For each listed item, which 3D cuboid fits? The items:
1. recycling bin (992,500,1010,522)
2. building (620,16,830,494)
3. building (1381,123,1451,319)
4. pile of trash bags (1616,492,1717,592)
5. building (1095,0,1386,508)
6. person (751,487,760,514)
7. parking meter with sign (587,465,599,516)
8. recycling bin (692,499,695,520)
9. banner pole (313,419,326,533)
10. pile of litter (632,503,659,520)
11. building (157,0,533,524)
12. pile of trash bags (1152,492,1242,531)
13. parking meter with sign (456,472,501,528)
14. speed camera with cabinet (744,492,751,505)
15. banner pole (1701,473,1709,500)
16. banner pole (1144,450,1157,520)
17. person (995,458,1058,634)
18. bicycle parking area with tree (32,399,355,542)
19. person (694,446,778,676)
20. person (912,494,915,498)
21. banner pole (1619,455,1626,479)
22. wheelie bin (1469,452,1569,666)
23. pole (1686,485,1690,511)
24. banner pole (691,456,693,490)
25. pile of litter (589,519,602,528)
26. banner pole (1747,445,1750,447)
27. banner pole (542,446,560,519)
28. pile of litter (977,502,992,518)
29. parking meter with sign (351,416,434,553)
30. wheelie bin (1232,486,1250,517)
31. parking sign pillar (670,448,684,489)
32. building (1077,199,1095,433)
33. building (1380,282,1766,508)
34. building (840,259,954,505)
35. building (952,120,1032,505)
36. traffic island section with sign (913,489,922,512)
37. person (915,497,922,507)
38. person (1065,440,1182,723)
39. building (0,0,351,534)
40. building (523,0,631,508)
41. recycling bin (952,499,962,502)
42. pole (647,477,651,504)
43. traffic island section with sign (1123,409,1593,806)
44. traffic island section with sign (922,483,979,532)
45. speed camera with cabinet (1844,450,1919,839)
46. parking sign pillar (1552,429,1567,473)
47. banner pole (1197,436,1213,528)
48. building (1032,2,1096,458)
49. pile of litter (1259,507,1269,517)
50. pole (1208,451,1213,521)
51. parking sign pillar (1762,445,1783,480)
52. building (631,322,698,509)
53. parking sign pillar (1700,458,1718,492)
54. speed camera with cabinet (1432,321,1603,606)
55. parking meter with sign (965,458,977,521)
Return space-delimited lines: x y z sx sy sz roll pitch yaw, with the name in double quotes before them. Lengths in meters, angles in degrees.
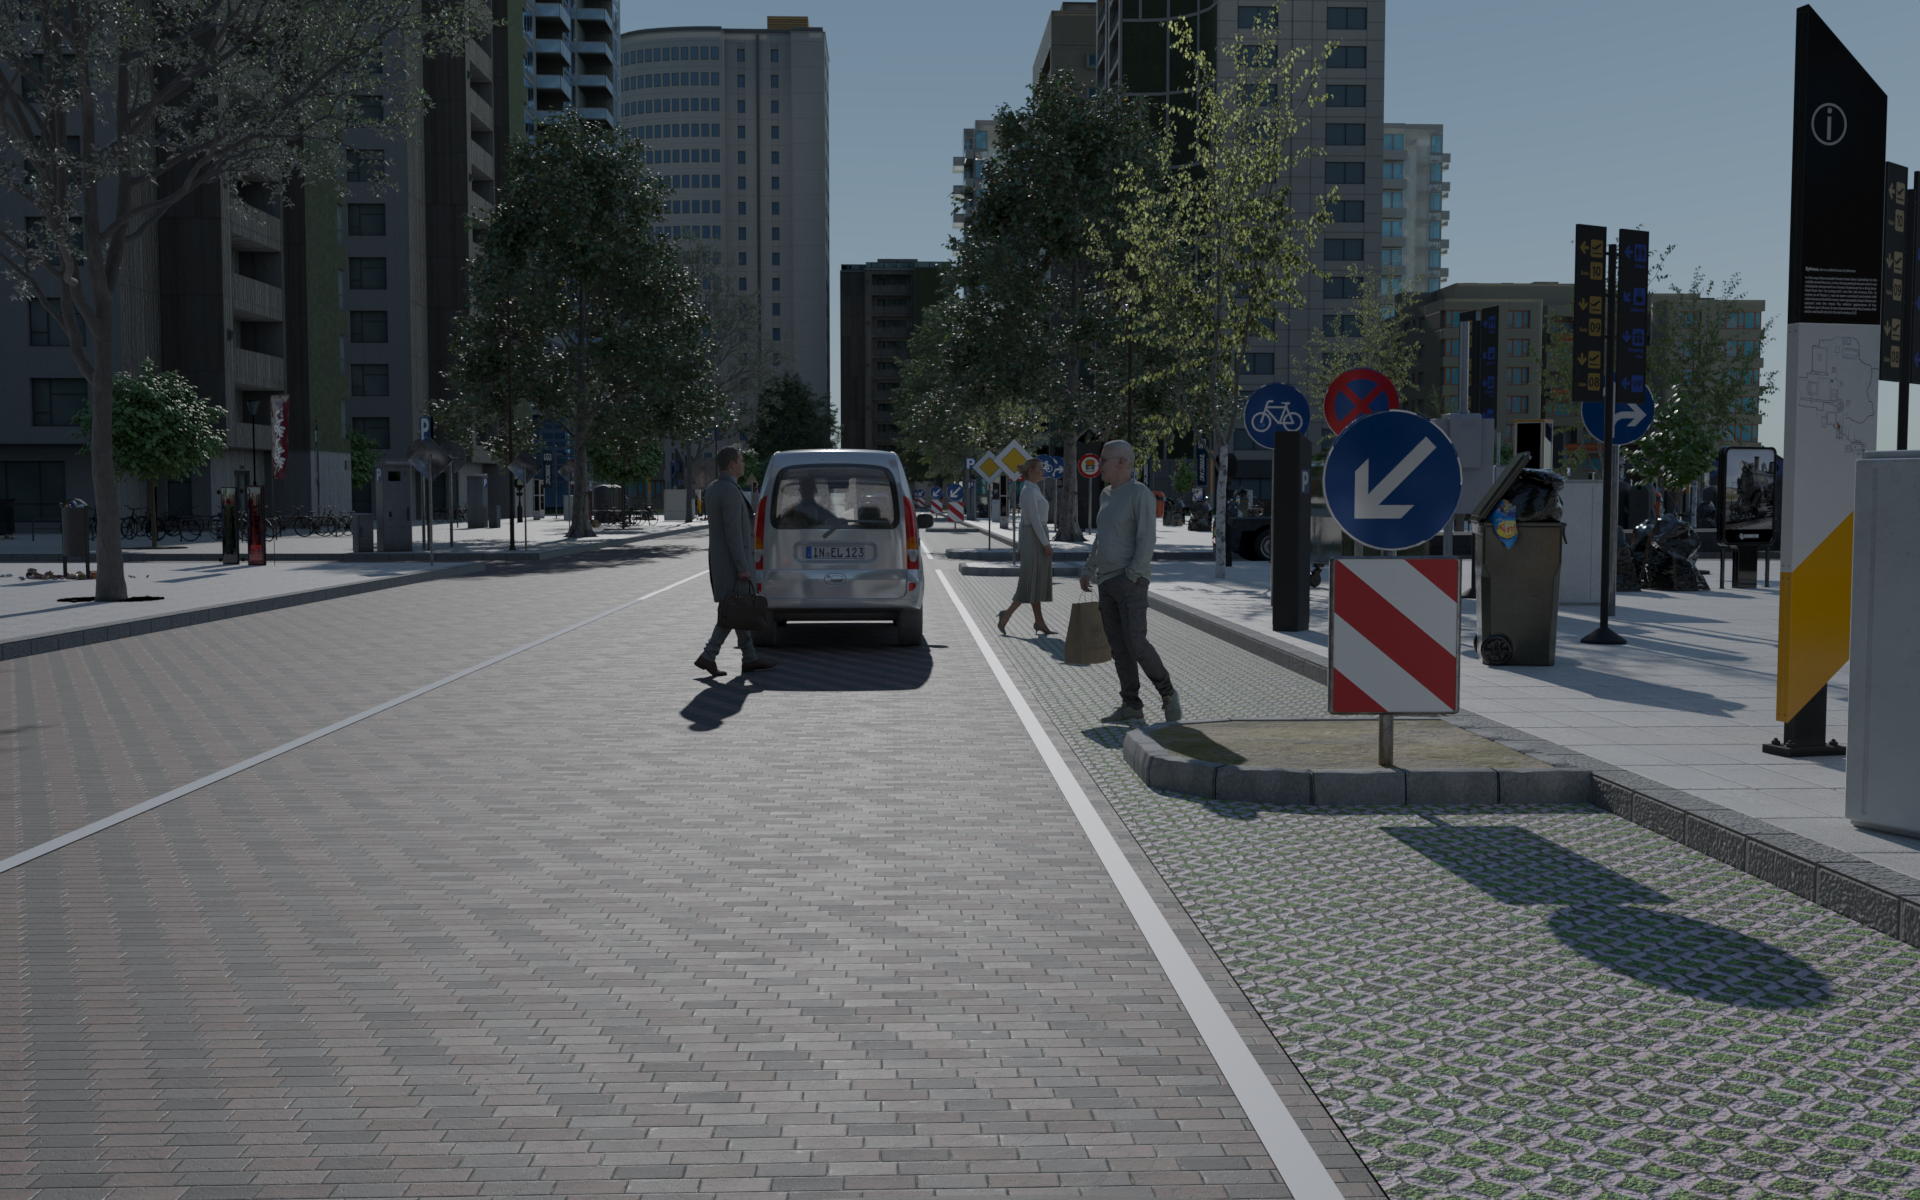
"recycling bin" 1.868 -4.082 79.296 0.722 1.027 0.722 1 4 12
"building" -30.504 -41.305 217.329 28.212 58.520 21.231 0 4 -2
"building" 45.796 -36.845 222.017 30.456 49.044 23.786 0 4 -2
"pile of trash bags" 9.149 -0.891 24.319 1.912 1.369 3.447 0 4 6
"building" 19.590 -42.474 132.699 20.563 71.187 20.611 0 4 -2
"person" -9.980 -4.711 85.891 0.716 1.782 0.532 2 4 33
"parking meter with sign" -21.685 -6.495 102.455 0.543 3.016 1.738 1 4 22
"recycling bin" -13.811 -4.571 87.282 0.722 1.027 0.722 -2 4 -29
"banner pole" -21.230 -4.110 57.223 0.401 3.779 0.863 -1 4 -14
"pile of litter" -15.402 -4.336 84.852 1.176 0.858 1.719 -2 4 -30
"building" -30.548 -19.389 88.713 14.160 30.474 14.107 0 4 -2
"pile of trash bags" 8.222 -3.087 60.229 3.447 1.369 1.912 1 4 19
"parking meter with sign" -18.281 -4.240 65.589 1.738 3.016 0.543 1 4 10
"speed camera with cabinet" -14.620 -7.295 113.606 0.660 3.252 2.038 3 5 40
"banner pole" 32.980 -5.302 76.703 0.863 3.779 0.401 -3 4 -38
"banner pole" 9.344 -5.860 85.836 0.863 3.779 0.401 1 4 22
"person" 0.677 -0.540 17.557 0.641 1.798 0.478 1 4 11
"bicycle parking area with tree" -21.661 -3.859 50.101 9.016 4.147 8.231 1 4 21
"person" -1.783 -0.317 13.780 0.767 1.812 0.694 -2 4 -25
"person" -4.754 -10.210 176.903 0.415 1.643 0.593 0 4 -5
"banner pole" 37.385 -6.613 98.146 0.401 3.779 0.863 -2 4 -28
"wheelie bin" 4.248 -0.322 13.165 0.693 1.594 0.980 1 4 12
"pole" 35.426 -5.529 84.250 0.158 3.312 0.155 0 3 0
"banner pole" -17.330 -7.537 113.243 0.863 3.779 0.401 -3 4 -36
"pile of litter" -14.278 -3.224 66.675 1.176 0.858 1.719 1 4 23
"banner pole" 40.616 -6.040 88.767 0.863 3.779 0.401 0 4 3
"banner pole" -21.089 -6.075 89.348 0.863 3.779 0.401 -1 4 -18
"pile of litter" 1.181 -4.808 92.577 1.719 0.858 1.176 1 4 22
"parking meter with sign" -12.627 -2.586 38.538 1.738 3.016 0.543 -3 5 -42
"wheelie bin" 10.837 -3.605 66.850 0.693 1.594 0.980 0 4 6
"parking sign pillar" -16.578 -6.921 101.631 1.447 3.967 1.447 -2 4 -27
"building" 16.538 -23.214 151.244 14.160 30.474 14.107 0 4 -2
"building" 56.573 -19.724 167.528 28.899 21.520 27.650 0 4 -2
"building" -7.892 -27.152 215.628 14.107 30.474 14.160 0 4 -2
"building" 14.187 -36.761 220.647 30.456 49.044 23.786 0 4 -2
"traffic island section with sign" -1.378 -5.123 92.384 1.989 1.847 2.006 0 4 -2
"person" -4.453 -10.319 177.941 1.217 1.743 0.721 0 4 0
"person" 1.015 -0.116 10.880 0.515 1.767 0.782 -2 4 -29
"building" -30.925 -17.685 60.855 14.160 30.474 14.107 0 4 -2
"building" -36.130 -49.803 126.958 22.319 86.520 31.000 0 4 -2
"recycling bin" -0.041 -6.008 110.789 0.722 1.027 0.722 3 4 39
"pole" -19.393 -6.984 108.024 0.158 3.312 0.155 0 3 0
"traffic island section with sign" 1.886 -0.015 8.867 1.989 1.847 2.006 0 4 -2
"traffic island section with sign" -0.307 -3.454 65.098 1.989 1.847 2.006 0 4 -2
"speed camera with cabinet" 4.444 -0.759 6.753 2.038 3.252 0.660 -2 4 -24
"parking sign pillar" 24.591 -5.119 72.163 1.447 3.967 1.447 3 5 45
"banner pole" 9.247 -4.606 65.320 0.401 3.779 0.863 -3 5 -41
"building" 18.506 -33.350 168.971 21.300 48.544 21.600 0 4 -2
"pile of litter" 13.916 -3.847 76.860 1.719 0.858 1.176 1 4 11
"pole" 11.740 -5.336 81.094 0.158 3.312 0.155 0 3 0
"parking sign pillar" 44.515 -6.497 94.700 1.447 3.967 1.447 1 4 16
"building" -40.946 -19.547 164.635 28.899 21.520 27.650 0 4 -2
"parking sign pillar" 42.884 -6.736 98.613 1.447 3.967 1.447 -3 4 -37
"speed camera with cabinet" 6.483 -1.577 20.113 2.038 3.252 0.660 0 4 2
"parking meter with sign" 0.572 -5.395 84.474 0.543 3.016 1.738 0 4 4
